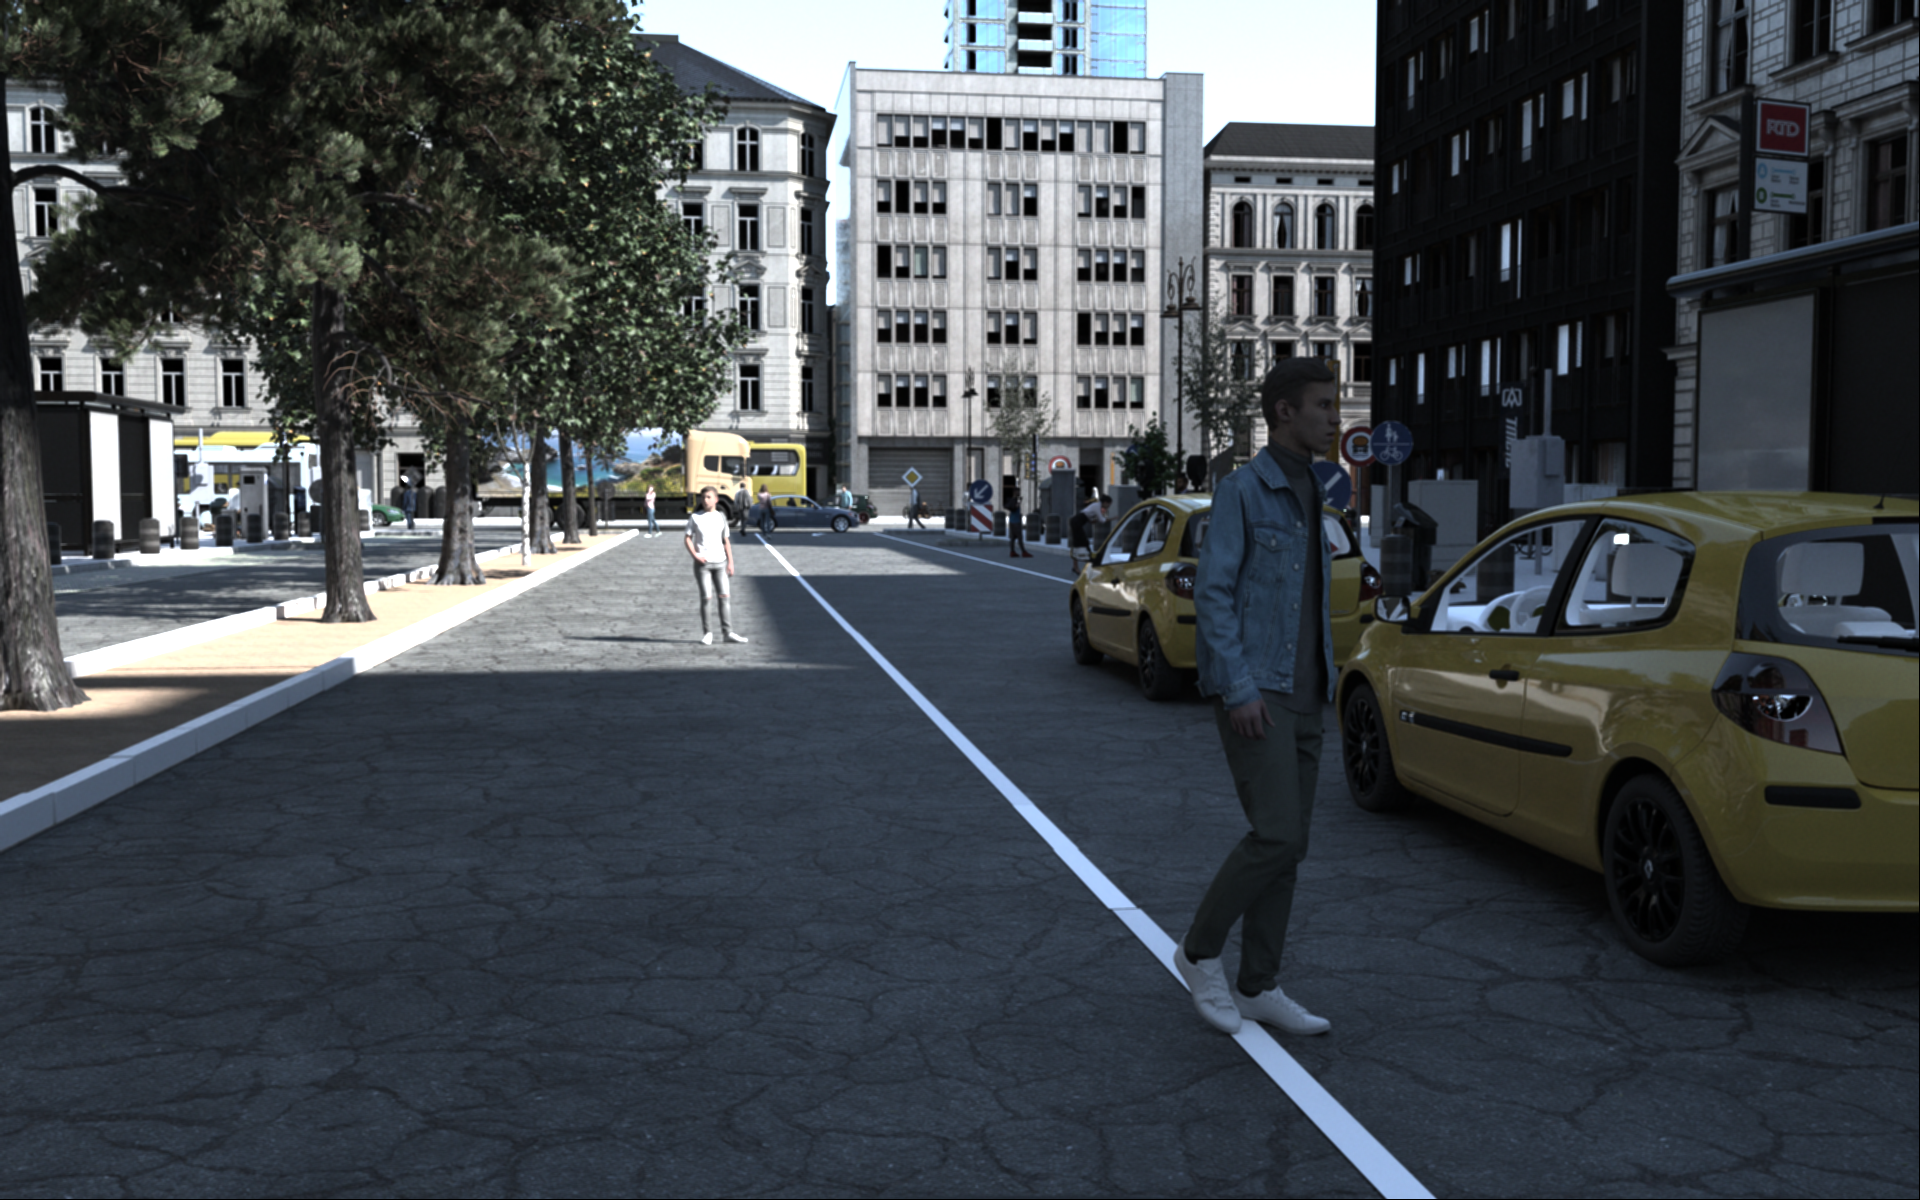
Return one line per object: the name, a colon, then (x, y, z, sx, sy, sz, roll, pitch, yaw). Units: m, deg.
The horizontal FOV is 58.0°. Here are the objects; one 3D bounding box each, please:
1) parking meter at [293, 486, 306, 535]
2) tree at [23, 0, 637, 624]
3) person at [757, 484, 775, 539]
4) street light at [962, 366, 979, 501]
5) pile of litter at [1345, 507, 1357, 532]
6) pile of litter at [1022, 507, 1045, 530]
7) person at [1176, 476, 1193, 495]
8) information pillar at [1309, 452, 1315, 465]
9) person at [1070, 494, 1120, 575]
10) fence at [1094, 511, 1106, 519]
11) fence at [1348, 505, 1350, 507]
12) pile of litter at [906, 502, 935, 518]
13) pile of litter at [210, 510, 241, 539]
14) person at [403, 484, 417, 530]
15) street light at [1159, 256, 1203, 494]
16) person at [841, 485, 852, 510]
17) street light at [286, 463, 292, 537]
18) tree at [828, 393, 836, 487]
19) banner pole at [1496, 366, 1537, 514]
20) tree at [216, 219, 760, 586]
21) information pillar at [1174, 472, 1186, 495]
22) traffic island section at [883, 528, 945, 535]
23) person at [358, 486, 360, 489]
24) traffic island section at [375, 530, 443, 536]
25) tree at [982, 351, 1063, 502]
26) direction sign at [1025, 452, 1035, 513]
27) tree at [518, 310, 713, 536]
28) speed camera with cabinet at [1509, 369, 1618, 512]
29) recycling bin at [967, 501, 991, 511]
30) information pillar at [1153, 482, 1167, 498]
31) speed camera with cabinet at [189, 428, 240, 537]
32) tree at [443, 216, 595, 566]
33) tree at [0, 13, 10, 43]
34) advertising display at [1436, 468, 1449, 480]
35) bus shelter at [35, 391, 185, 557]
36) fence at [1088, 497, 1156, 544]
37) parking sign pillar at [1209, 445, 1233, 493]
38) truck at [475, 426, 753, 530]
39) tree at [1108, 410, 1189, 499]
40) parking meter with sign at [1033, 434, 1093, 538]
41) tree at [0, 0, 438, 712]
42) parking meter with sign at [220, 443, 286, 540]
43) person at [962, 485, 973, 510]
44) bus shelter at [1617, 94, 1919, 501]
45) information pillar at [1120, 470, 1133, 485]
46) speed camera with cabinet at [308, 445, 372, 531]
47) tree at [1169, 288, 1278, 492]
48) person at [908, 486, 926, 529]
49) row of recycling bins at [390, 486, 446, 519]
parking meter: (-20.941, -2.848, 54.972, 0.372, 1.533, 0.369, 0, 3, 0)
tree: (-6.949, -5.778, 18.989, 6.751, 12.117, 7.091, 0, 3, 0)
person: (-6.184, -2.817, 55.148, 0.593, 1.750, 0.643, 0, 4, 5)
street light: (0.353, -5.492, 62.583, 0.468, 5.910, 1.993, 0, 4, -8)
pile of litter: (13.182, -2.778, 59.392, 1.176, 0.858, 1.719, 2, 4, 26)
pile of litter: (2.602, -2.972, 62.565, 1.176, 0.858, 1.719, 0, 4, 5)
person: (3.624, -1.172, 28.476, 0.431, 1.722, 0.655, -1, 4, -17)
information pillar: (5.935, -1.561, 30.008, 0.304, 2.012, 0.304, -1, 4, -9)
person: (2.349, -1.165, 30.738, 0.799, 1.438, 0.628, -3, 4, -38)
fence: (5.284, -2.884, 62.525, 2.069, 0.683, 0.278, 3, 5, 41)
fence: (19.827, -4.698, 92.187, 2.069, 0.683, 0.278, -1, 4, -13)
pile of litter: (-2.012, -4.810, 92.607, 1.719, 0.858, 1.176, 2, 4, 23)
pile of litter: (-21.148, -2.212, 50.135, 1.176, 0.858, 1.719, 0, 4, 3)
person: (-19.736, -3.270, 62.140, 0.419, 1.800, 0.721, 1, 4, 16)
street light: (4.300, -3.736, 33.873, 0.468, 5.910, 1.993, 0, 4, -8)
person: (-4.974, -4.158, 76.500, 0.660, 1.820, 0.620, 3, 4, 36)
street light: (-19.886, -4.793, 51.148, 0.468, 5.910, 1.993, 0, 4, -8)
tree: (-16.382, -16.592, 188.281, 9.611, 12.733, 9.660, 0, 3, 0)
banner pole: (11.040, -2.702, 34.190, 0.863, 3.779, 0.401, 2, 4, 26)
tree: (-7.957, -6.588, 27.176, 9.611, 12.733, 9.660, 0, 3, 0)
information pillar: (7.327, -3.252, 57.669, 0.304, 2.012, 0.304, -2, 4, -28)
traffic island section: (-1.712, -2.477, 62.775, 2.009, 0.180, 2.903, 0, 4, -8)
person: (-26.139, -4.072, 75.262, 0.728, 1.800, 0.709, -3, 5, -41)
traffic island section: (-19.085, -2.328, 60.351, 2.009, 0.180, 2.903, 0, 4, -8)
tree: (3.041, -8.481, 89.025, 4.360, 8.622, 3.978, 0, 3, 0)
direction sign: (3.749, -6.181, 93.053, 0.379, 3.537, 0.876, 3, 4, 37)
tree: (-12.386, -7.435, 58.435, 8.767, 10.594, 7.601, 0, 4, -8)
speed camera with cabinet: (9.785, -2.061, 28.031, 2.038, 3.252, 0.660, -2, 4, -33)
recycling bin: (0.661, -2.863, 59.365, 0.722, 1.027, 0.722, 1, 4, 11)
information pillar: (5.497, -2.635, 47.566, 0.304, 2.012, 0.304, 2, 4, 27)
speed camera with cabinet: (-22.307, -3.568, 52.677, 2.038, 3.252, 0.660, -1, 4, -23)
tree: (-8.662, -4.986, 34.343, 4.360, 8.622, 3.978, 0, 3, 0)
tree: (-4.377, -3.227, 5.587, 4.360, 8.622, 3.978, 0, 3, 0)
advertising display: (11.832, -2.282, 42.523, 0.123, 1.923, 0.974, 0, 4, 5)
bus shelter: (-18.797, -3.603, 36.540, 2.179, 5.291, 8.768, 0, 4, -8)
fence: (4.235, -2.079, 45.195, 2.264, 1.192, 0.480, -2, 4, -30)
parking sign pillar: (14.310, -6.516, 95.006, 1.447, 3.967, 1.447, 1, 4, 12)
truck: (-13.204, -4.853, 68.262, 11.283, 4.237, 2.839, -1, 4, -9)
tree: (4.522, -2.768, 39.864, 1.663, 3.219, 1.824, 0, 3, 0)
parking meter with sign: (3.018, -3.306, 50.321, 1.738, 3.016, 0.543, 1, 4, 9)
tree: (-6.484, -6.207, 11.364, 7.806, 13.903, 7.818, 0, 3, 0)
parking meter with sign: (-19.933, -3.217, 48.863, 1.738, 3.016, 0.543, -1, 4, -9)
person: (0.409, -4.083, 75.109, 0.661, 1.843, 0.795, 0, 4, -3)
bus shelter: (8.032, -2.295, 15.160, 2.179, 5.291, 8.768, 0, 4, -8)
information pillar: (5.153, -2.999, 53.523, 0.304, 2.012, 0.304, 2, 4, 29)
speed camera with cabinet: (-21.441, -4.009, 59.888, 2.038, 3.252, 0.660, -1, 4, -17)
tree: (9.238, -6.812, 61.743, 4.360, 8.622, 3.978, 0, 3, 0)
person: (-1.702, -3.431, 64.691, 0.850, 1.850, 0.679, 0, 4, 2)
row of recycling bins: (-27.890, -5.039, 89.498, 3.534, 1.692, 1.069, 1, 4, 19)
